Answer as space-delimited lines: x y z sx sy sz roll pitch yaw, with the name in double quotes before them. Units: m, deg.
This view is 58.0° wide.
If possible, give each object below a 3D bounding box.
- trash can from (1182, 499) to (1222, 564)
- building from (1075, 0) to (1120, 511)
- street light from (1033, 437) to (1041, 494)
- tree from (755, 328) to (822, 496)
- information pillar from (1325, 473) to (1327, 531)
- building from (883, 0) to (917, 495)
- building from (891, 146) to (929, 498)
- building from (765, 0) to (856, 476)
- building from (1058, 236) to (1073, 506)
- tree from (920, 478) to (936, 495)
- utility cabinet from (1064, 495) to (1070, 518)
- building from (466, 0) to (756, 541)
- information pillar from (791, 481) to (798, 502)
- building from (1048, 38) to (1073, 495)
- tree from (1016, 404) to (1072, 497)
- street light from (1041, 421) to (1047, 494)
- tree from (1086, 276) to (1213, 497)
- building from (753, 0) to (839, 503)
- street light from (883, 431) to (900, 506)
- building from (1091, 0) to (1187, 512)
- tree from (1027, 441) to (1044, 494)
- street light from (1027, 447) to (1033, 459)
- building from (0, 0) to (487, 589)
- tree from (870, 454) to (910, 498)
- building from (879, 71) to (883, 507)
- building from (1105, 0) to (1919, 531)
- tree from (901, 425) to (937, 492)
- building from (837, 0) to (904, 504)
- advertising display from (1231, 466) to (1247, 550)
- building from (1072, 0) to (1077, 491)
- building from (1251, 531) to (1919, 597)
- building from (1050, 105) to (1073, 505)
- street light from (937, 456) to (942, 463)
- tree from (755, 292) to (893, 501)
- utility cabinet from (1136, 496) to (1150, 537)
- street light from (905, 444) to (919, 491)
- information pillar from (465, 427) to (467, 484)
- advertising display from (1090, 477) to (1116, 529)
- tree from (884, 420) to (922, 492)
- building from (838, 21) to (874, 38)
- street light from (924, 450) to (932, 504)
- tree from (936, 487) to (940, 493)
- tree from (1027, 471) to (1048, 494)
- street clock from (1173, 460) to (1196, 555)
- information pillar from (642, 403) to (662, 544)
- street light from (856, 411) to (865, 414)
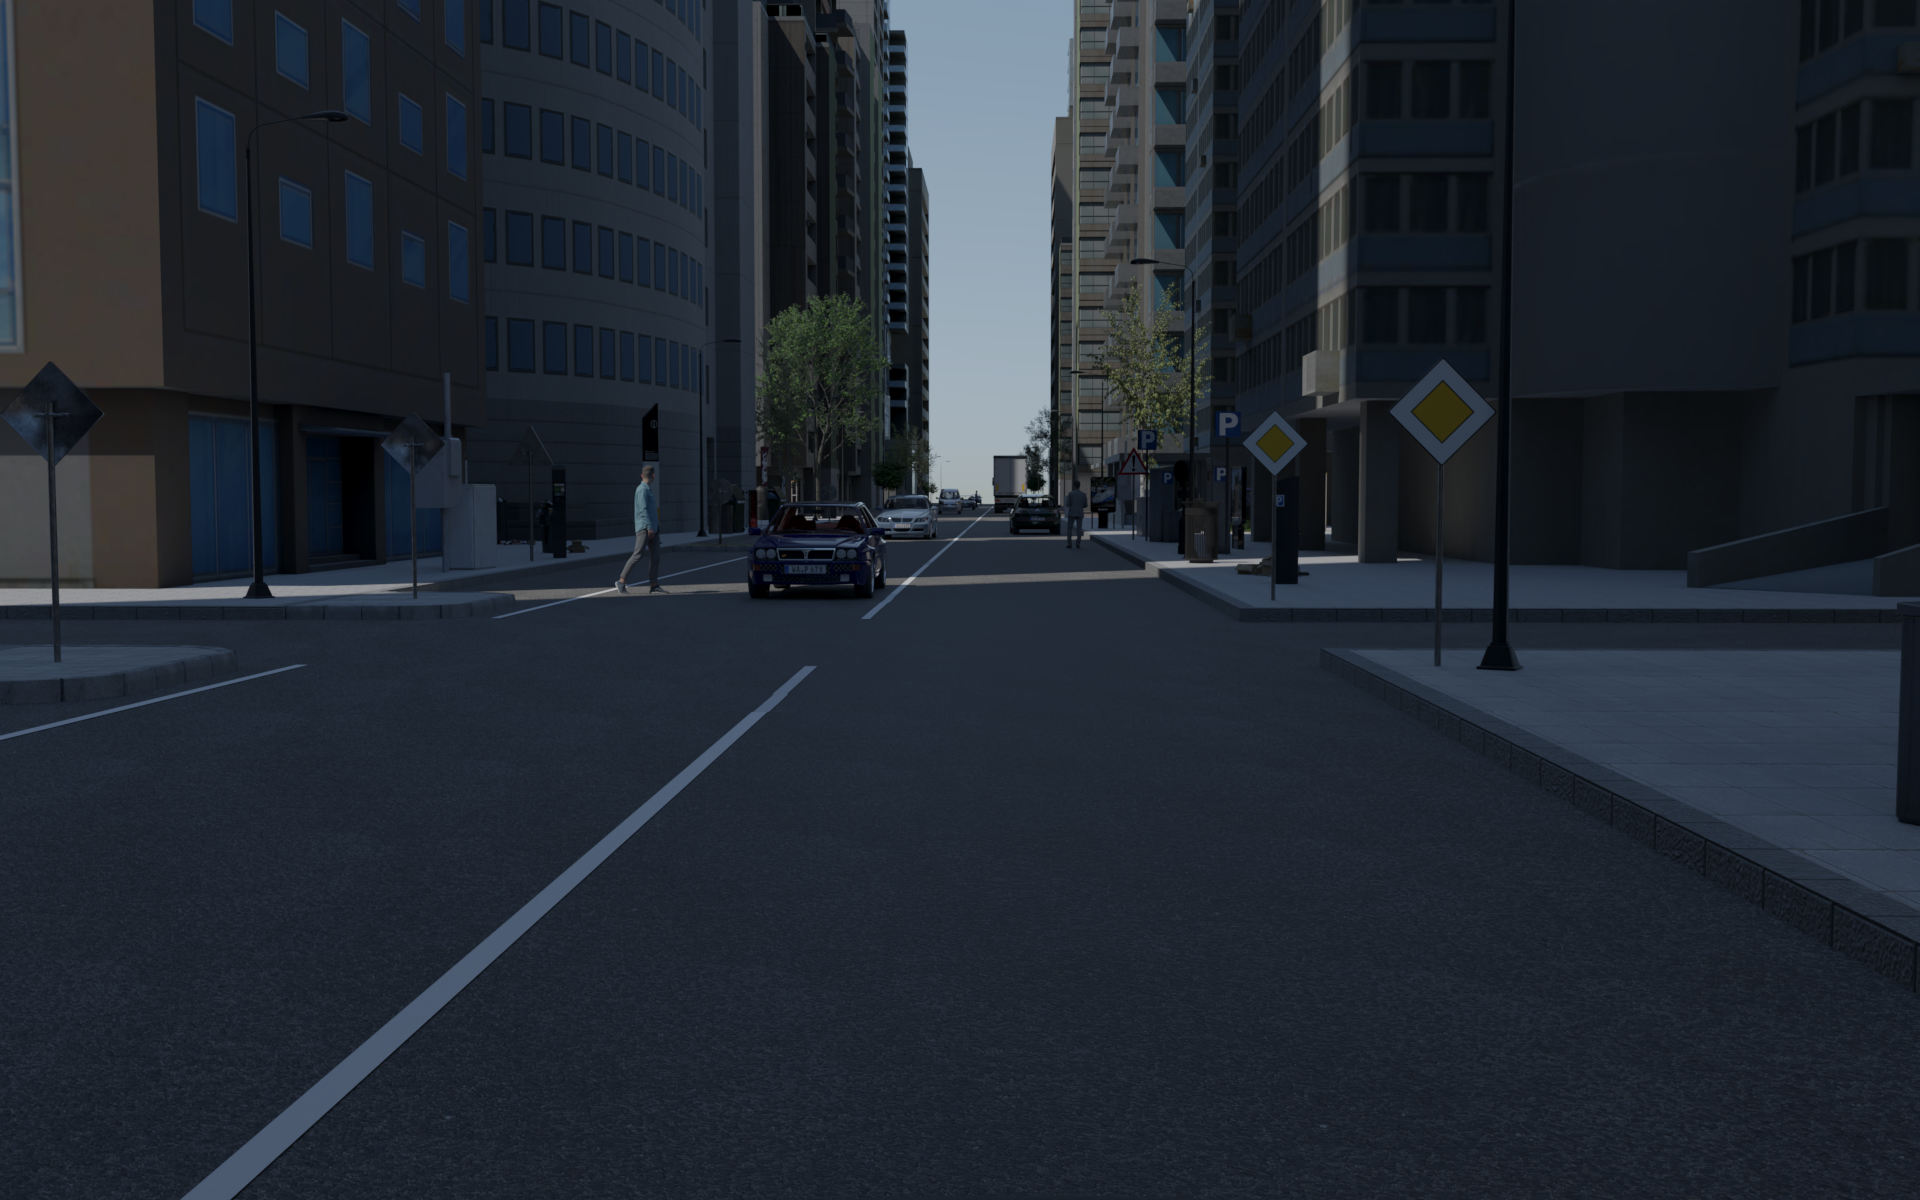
"trash can" 4.489 -1.255 32.177 0.748 1.137 0.748 0 3 0
"building" 15.946 -27.533 133.751 14.154 41.232 14.086 0 4 2
"street light" 6.914 -10.274 140.525 1.470 5.913 1.316 0 4 2
"tree" -7.889 -7.681 75.950 4.360 8.622 3.978 0 3 0
"information pillar" 12.559 -3.406 60.180 0.304 2.012 0.304 0 4 1
"building" -16.365 -55.308 216.962 22.319 86.520 31.000 0 4 2
"building" -15.470 -37.966 244.452 21.300 48.544 21.600 0 4 2
"building" -19.220 -28.742 124.549 22.147 44.769 28.867 0 4 2
"building" 18.123 -25.907 195.272 14.160 30.474 14.107 0 4 2
"tree" -4.173 -12.904 205.583 1.663 3.219 1.824 0 3 0
"utility cabinet" 5.966 -5.042 93.603 0.306 1.237 1.020 2 4 27
"building" -19.470 -31.541 57.700 21.231 58.520 28.212 0 4 2
"information pillar" -9.216 -5.631 96.554 0.304 2.012 0.304 0 4 5
"building" 23.713 -56.589 237.894 22.319 86.520 31.000 0 4 2
"tree" 9.290 -15.050 180.487 7.601 10.594 8.767 -2 4 -27
"street light" 6.060 -8.371 109.405 1.470 5.913 1.316 0 4 2
"tree" 6.519 -6.675 59.501 4.737 8.622 4.395 0 3 0
"building" -14.979 -20.288 103.415 14.160 30.474 14.107 0 4 2
"street light" -5.144 -9.537 128.469 1.470 5.913 1.316 0 4 2
"building" 20.822 -30.063 111.143 23.786 49.044 30.456 0 4 2
"tree" 10.401 -18.256 248.840 4.737 8.622 4.395 0 3 0
"street light" 7.687 -12.176 171.622 1.470 5.913 1.316 0 4 2
"building" -17.198 -23.166 28.879 14.600 45.320 14.200 0 4 2
"tree" -5.734 -9.668 141.780 4.285 4.588 4.351 0 3 0
"building" -14.677 -29.204 161.076 14.154 41.232 14.086 0 4 2
"building" 22.931 -23.529 76.583 32.217 40.220 23.993 0 4 2
"tree" -4.323 -14.353 185.027 4.360 8.622 3.978 0 3 0
"building" -16.730 -46.081 191.673 20.563 71.187 20.611 0 4 2
"advertising display" 6.481 -2.148 40.327 0.123 1.923 0.974 0 4 -6
"building" 20.573 -37.461 154.479 21.231 58.520 28.212 0 4 2
"building" 18.831 -21.062 36.240 23.993 40.220 32.217 0 4 2
"building" 22.041 -36.009 212.441 21.300 48.544 21.600 0 4 2
"street light" -3.007 -14.607 211.365 1.470 5.913 1.316 0 4 2
"tree" -7.292 -9.988 89.061 9.928 11.665 9.643 0 3 0
"utility cabinet" 5.568 -2.529 52.503 0.306 1.237 1.020 0 4 -4
"street light" -4.463 -11.438 159.556 1.470 5.913 1.316 0 4 2
"information pillar" -12.193 -3.109 42.185 0.183 3.616 0.504 1 4 21
"advertising display" 5.321 -3.616 64.331 0.974 1.923 0.123 1 4 22
"tree" -5.791 -13.541 171.749 4.737 8.622 4.395 0 3 0
"building" -14.678 -28.292 146.167 14.154 41.232 14.086 0 4 2
"street light" -3.740 -12.731 180.686 1.470 5.913 1.316 0 4 2
"tree" -3.639 -14.976 239.462 1.663 3.219 1.824 0 3 0
"tree" 10.232 -15.326 234.298 4.285 4.588 4.351 0 3 0
"street clock" 4.765 -1.971 36.798 0.358 2.002 0.471 -2 4 -35
"information pillar" -7.894 -3.237 44.275 0.183 3.616 0.504 3 5 40
"street light" -6.056 -7.644 97.521 1.470 5.913 1.316 0 4 2
